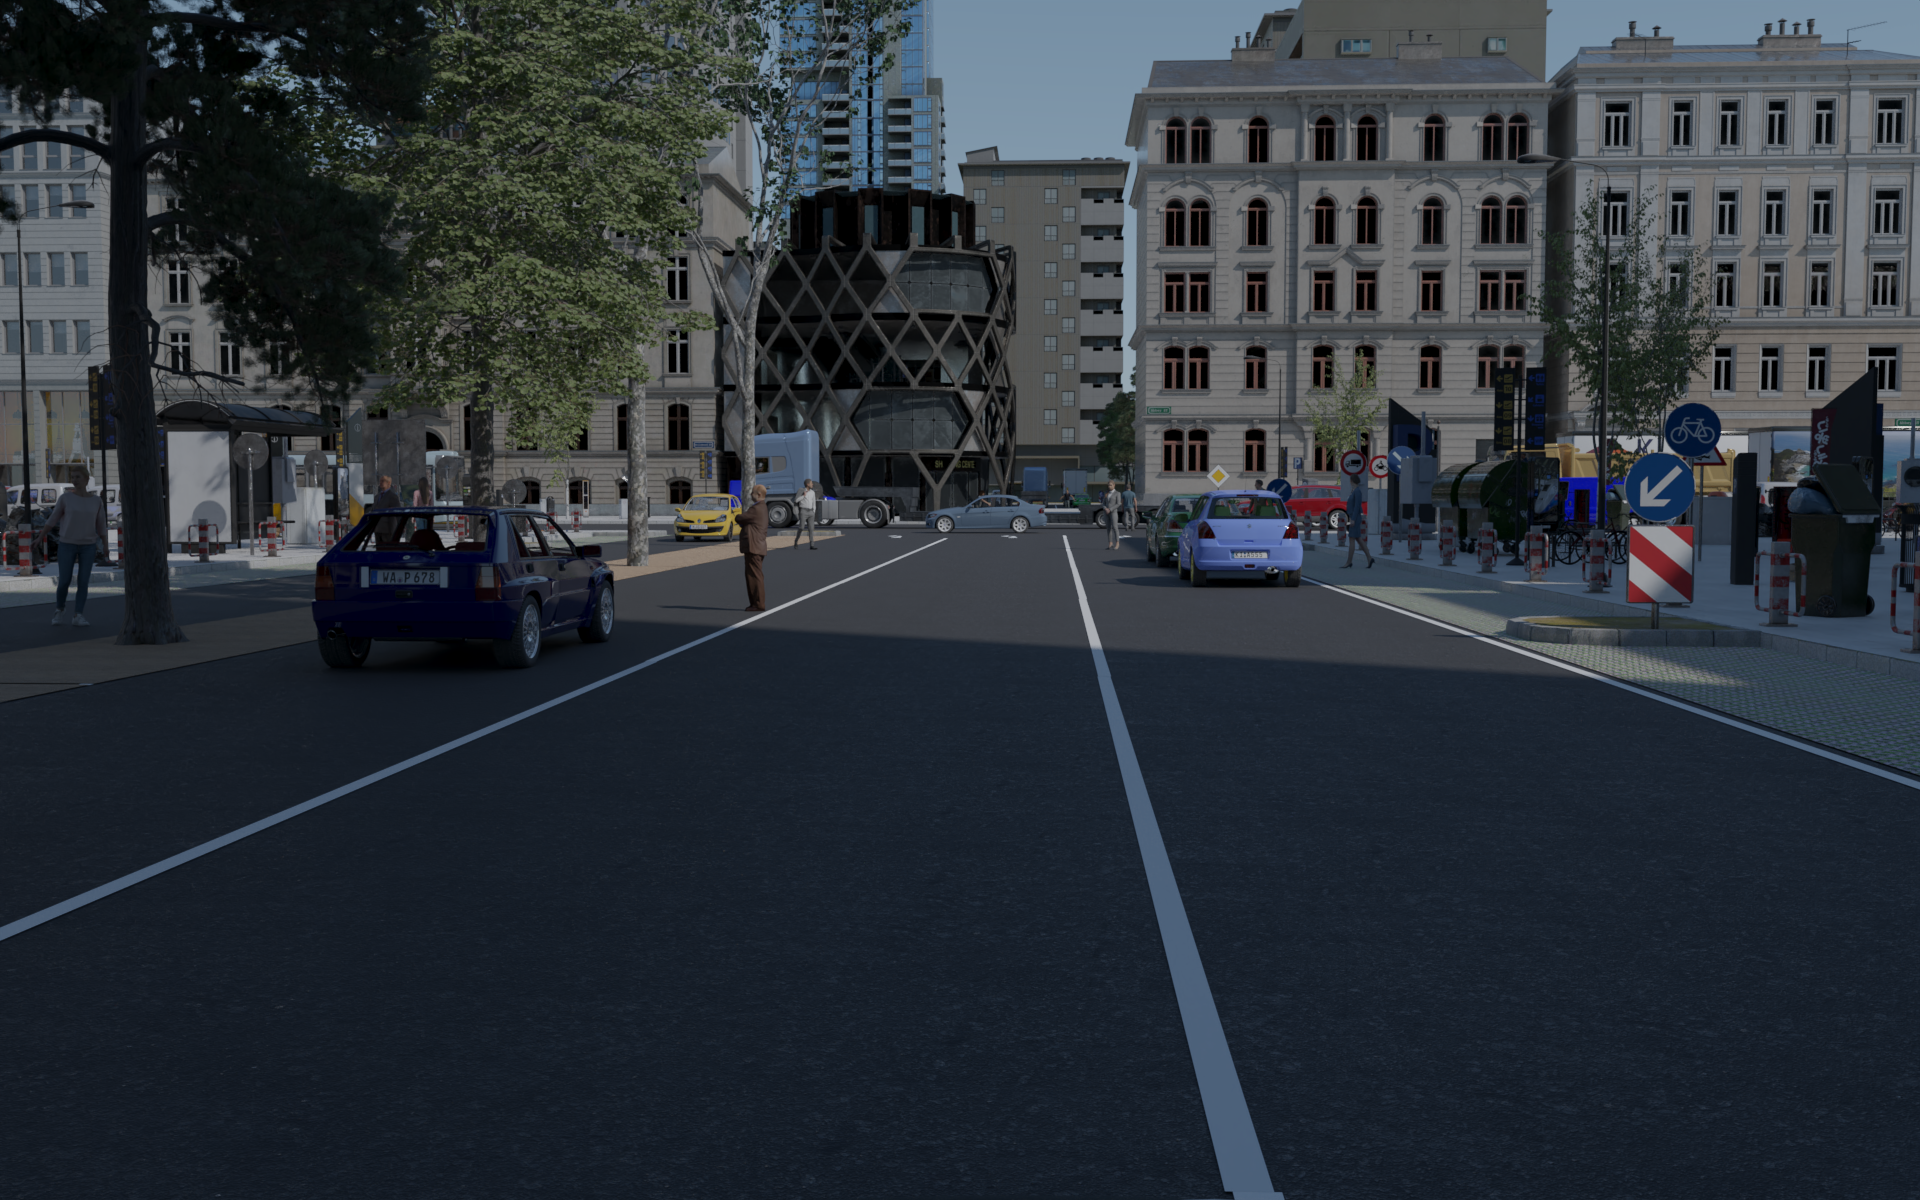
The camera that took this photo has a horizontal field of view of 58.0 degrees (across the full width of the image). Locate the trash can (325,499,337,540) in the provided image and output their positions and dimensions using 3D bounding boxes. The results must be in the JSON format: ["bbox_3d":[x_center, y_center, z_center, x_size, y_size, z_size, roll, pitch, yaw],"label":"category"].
[{"bbox_3d":[-17.542,-2.253,48.496,0.748,1.137,0.748,0,3,0],"label":"trash can"}]

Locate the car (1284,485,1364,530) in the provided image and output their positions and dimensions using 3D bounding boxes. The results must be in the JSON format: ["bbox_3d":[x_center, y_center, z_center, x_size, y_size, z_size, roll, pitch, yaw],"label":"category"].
[{"bbox_3d":[13.759,-3.794,70.705,5.304,1.827,2.281,0,4,2],"label":"car"}]

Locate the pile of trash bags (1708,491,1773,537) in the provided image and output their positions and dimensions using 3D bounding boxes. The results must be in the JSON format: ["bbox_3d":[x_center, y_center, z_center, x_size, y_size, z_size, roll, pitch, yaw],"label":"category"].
[{"bbox_3d":[24.006,-2.583,51.978,1.912,1.369,3.447,-2,4,-34],"label":"pile of trash bags"}]

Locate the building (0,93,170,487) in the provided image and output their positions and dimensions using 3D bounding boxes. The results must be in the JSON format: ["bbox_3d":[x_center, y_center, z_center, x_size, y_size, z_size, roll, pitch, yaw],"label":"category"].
[{"bbox_3d":[-63.907,-20.095,106.051,29.804,29.767,11.434,0,4,3],"label":"building"}]

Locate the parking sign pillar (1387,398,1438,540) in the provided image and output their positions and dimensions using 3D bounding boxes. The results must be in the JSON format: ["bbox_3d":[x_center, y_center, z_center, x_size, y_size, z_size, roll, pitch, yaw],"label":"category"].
[{"bbox_3d":[12.700,-3.681,48.655,1.447,3.967,1.447,-1,4,-12],"label":"parking sign pillar"}]

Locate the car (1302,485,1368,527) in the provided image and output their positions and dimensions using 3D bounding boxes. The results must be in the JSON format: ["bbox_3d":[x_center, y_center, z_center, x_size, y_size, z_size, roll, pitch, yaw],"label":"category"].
[{"bbox_3d":[16.859,-4.071,75.228,5.304,1.827,2.281,0,4,2],"label":"car"}]

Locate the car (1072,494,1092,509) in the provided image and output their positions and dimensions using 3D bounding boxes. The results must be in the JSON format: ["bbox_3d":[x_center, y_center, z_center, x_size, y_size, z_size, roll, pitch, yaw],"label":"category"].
[{"bbox_3d":[11.986,-9.889,170.481,1.959,1.807,4.718,0,4,4],"label":"car"}]

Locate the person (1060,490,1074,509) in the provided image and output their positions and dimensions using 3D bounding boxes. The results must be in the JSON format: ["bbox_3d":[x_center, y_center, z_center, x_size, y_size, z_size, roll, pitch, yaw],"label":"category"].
[{"bbox_3d":[9.465,-8.829,152.862,1.348,1.822,0.705,1,4,21],"label":"person"}]

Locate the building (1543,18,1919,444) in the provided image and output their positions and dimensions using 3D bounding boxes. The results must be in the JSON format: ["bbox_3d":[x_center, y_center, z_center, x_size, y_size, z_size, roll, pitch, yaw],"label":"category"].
[{"bbox_3d":[43.601,-19.265,100.893,20.117,28.700,13.634,0,4,3],"label":"building"}]

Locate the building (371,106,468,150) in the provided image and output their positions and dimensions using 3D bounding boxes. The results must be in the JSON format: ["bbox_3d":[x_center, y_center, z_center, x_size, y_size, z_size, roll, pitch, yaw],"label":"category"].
[{"bbox_3d":[-49.602,-33.072,195.358,28.867,44.769,22.147,0,4,3],"label":"building"}]

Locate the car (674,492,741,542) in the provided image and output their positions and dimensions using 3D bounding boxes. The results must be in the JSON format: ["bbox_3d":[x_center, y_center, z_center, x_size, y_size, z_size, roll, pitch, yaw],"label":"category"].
[{"bbox_3d":[-7.640,-2.631,53.245,2.015,1.641,3.980,0,4,3],"label":"car"}]

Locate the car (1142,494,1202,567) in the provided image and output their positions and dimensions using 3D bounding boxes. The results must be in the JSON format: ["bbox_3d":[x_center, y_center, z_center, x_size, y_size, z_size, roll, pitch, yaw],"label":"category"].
[{"bbox_3d":[4.822,-1.440,35.337,2.131,1.459,4.920,0,4,2],"label":"car"}]

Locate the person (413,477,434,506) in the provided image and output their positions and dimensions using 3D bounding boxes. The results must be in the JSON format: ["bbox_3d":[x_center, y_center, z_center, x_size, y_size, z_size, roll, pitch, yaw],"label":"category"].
[{"bbox_3d":[-12.048,-1.859,38.912,0.388,1.821,0.555,3,4,37],"label":"person"}]

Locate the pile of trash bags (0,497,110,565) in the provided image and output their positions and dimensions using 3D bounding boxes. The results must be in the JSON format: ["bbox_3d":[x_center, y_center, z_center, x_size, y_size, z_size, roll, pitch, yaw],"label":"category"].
[{"bbox_3d":[-17.567,-1.339,31.639,1.912,1.369,3.447,3,5,40],"label":"pile of trash bags"}]

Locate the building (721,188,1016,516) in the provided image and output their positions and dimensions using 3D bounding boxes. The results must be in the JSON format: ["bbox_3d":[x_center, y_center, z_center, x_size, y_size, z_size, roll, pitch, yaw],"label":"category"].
[{"bbox_3d":[-4.949,-14.556,105.446,16.811,18.784,16.820,0,4,3],"label":"building"}]

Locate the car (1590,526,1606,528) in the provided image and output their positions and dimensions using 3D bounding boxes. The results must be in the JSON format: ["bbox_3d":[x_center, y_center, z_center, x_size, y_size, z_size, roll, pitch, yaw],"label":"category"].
[{"bbox_3d":[27.561,-3.781,72.049,3.980,1.641,2.015,0,4,1],"label":"car"}]

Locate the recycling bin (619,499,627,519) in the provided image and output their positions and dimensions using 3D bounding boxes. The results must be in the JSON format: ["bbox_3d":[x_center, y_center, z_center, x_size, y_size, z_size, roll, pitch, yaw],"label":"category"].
[{"bbox_3d":[-17.044,-4.653,88.625,0.722,1.027,0.722,-1,4,-20],"label":"recycling bin"}]

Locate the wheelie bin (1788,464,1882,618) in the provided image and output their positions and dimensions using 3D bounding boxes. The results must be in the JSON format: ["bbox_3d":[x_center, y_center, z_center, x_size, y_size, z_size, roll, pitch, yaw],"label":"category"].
[{"bbox_3d":[9.147,-0.630,18.212,0.980,1.594,0.693,-2,4,-27],"label":"wheelie bin"}]

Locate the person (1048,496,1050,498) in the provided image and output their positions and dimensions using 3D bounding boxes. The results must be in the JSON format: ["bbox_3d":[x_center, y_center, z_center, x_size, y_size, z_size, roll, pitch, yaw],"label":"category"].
[{"bbox_3d":[11.596,-13.911,236.036,1.348,1.812,0.705,1,4,21],"label":"person"}]

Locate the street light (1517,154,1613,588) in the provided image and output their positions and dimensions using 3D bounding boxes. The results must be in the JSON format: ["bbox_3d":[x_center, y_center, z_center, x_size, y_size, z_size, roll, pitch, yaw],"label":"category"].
[{"bbox_3d":[8.304,-3.134,23.788,1.470,5.913,1.316,0,4,3],"label":"street light"}]

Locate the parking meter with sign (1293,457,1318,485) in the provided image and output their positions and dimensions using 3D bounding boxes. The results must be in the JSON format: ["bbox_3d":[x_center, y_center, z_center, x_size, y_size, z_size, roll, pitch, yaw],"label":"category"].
[{"bbox_3d":[16.728,-5.283,82.641,1.738,3.016,0.543,-2,4,-32],"label":"parking meter with sign"}]

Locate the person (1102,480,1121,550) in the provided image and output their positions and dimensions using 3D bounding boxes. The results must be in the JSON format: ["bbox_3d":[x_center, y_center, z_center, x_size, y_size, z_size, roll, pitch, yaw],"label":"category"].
[{"bbox_3d":[3.876,-2.193,44.628,0.520,1.790,0.573,1,4,19],"label":"person"}]

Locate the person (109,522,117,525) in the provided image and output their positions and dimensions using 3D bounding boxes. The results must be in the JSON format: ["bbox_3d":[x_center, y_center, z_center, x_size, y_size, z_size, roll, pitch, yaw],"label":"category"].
[{"bbox_3d":[-39.266,-4.128,80.235,0.590,1.304,0.306,2,4,34],"label":"person"}]

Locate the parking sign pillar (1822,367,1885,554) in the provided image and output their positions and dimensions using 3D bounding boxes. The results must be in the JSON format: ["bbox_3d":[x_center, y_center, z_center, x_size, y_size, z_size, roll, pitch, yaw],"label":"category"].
[{"bbox_3d":[19.210,-2.992,37.386,1.447,3.967,1.447,-2,4,-26],"label":"parking sign pillar"}]

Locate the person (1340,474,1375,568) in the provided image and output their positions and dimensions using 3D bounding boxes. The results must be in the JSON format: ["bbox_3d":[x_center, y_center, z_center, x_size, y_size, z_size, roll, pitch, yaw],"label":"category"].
[{"bbox_3d":[7.614,-1.507,33.171,0.654,1.822,0.581,2,4,27],"label":"person"}]

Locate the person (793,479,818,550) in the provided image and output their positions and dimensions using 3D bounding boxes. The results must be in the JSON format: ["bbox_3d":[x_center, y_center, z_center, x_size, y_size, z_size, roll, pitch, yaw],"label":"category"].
[{"bbox_3d":[-4.015,-2.210,44.737,0.679,1.850,0.850,-3,5,-42],"label":"person"}]

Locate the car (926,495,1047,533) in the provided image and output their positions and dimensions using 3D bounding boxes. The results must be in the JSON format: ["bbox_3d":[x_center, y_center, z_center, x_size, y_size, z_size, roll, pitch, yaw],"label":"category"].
[{"bbox_3d":[0.964,-3.176,63.928,4.499,1.417,2.014,0,4,2],"label":"car"}]

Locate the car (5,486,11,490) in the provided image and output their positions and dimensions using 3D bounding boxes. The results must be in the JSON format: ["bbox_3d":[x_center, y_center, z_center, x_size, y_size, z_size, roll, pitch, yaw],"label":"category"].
[{"bbox_3d":[-45.773,-4.547,83.022,5.304,1.827,2.281,0,4,4],"label":"car"}]

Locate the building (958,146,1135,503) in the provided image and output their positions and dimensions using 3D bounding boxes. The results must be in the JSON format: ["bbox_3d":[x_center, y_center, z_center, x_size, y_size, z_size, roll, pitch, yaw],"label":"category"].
[{"bbox_3d":[14.124,-41.608,269.532,27.495,52.752,28.713,0,4,3],"label":"building"}]

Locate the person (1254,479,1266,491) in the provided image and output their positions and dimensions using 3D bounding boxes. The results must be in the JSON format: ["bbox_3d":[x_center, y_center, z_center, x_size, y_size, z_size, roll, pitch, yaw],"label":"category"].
[{"bbox_3d":[8.247,-2.411,47.831,0.656,1.842,0.836,0,4,1],"label":"person"}]

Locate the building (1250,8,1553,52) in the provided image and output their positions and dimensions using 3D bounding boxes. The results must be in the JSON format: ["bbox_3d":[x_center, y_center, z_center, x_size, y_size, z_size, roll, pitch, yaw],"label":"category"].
[{"bbox_3d":[45.751,-36.588,187.451,28.713,52.752,27.495,0,4,3],"label":"building"}]

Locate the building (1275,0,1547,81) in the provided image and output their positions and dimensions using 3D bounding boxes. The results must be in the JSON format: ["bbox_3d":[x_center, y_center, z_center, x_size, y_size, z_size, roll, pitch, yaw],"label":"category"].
[{"bbox_3d":[41.422,-33.001,163.273,21.300,48.544,21.600,0,4,3],"label":"building"}]

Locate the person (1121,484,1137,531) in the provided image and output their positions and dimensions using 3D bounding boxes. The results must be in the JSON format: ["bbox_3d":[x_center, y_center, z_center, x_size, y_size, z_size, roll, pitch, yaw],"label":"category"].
[{"bbox_3d":[6.539,-3.562,66.873,0.598,1.807,0.434,2,4,24],"label":"person"}]

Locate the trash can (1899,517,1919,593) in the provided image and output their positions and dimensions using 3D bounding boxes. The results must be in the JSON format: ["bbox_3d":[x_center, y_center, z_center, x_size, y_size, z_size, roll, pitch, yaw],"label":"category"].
[{"bbox_3d":[12.616,-0.670,22.604,0.748,1.137,0.748,0,3,0],"label":"trash can"}]

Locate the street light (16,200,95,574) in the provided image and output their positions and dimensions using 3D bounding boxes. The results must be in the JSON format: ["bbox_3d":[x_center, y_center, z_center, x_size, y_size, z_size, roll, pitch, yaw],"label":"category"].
[{"bbox_3d":[-14.374,-3.365,27.554,1.470,5.913,1.316,0,4,3],"label":"street light"}]

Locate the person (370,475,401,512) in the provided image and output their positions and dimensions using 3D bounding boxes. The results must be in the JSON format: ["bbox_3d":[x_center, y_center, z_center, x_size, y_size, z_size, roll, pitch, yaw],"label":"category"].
[{"bbox_3d":[-9.925,-1.274,29.875,0.990,1.755,0.434,3,4,36],"label":"person"}]

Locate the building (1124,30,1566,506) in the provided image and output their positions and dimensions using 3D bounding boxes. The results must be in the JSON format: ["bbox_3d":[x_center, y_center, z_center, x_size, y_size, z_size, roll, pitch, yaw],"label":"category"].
[{"bbox_3d":[21.845,-19.301,102.966,23.554,28.519,14.401,0,4,3],"label":"building"}]

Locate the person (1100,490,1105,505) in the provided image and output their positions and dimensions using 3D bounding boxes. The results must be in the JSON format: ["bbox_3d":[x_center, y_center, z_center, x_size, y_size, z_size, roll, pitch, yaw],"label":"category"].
[{"bbox_3d":[15.444,-10.935,187.148,0.599,1.838,0.709,0,4,-4],"label":"person"}]

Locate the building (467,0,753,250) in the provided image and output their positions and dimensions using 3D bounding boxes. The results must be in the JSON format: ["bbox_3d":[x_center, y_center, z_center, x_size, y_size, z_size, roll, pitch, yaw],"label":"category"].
[{"bbox_3d":[-32.673,-38.174,166.137,21.231,58.520,28.212,0,4,3],"label":"building"}]

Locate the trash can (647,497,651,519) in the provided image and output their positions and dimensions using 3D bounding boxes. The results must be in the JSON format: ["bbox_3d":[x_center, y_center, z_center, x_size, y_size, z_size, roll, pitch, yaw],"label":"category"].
[{"bbox_3d":[-16.399,-4.785,89.893,0.748,1.137,0.748,0,3,0],"label":"trash can"}]

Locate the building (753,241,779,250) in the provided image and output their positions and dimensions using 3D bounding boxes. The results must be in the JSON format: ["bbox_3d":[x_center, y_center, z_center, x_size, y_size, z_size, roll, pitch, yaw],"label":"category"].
[{"bbox_3d":[-27.462,-26.152,199.288,14.107,30.474,14.160,0,4,3],"label":"building"}]

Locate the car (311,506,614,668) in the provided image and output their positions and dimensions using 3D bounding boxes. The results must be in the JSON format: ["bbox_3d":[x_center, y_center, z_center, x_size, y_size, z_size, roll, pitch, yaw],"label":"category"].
[{"bbox_3d":[-4.319,-0.186,15.624,1.945,1.354,3.894,0,4,3],"label":"car"}]

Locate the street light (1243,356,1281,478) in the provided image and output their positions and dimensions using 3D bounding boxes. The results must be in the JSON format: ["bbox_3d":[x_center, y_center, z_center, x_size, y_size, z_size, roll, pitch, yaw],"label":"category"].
[{"bbox_3d":[10.218,-5.247,58.331,1.470,5.913,1.316,0,4,3],"label":"street light"}]

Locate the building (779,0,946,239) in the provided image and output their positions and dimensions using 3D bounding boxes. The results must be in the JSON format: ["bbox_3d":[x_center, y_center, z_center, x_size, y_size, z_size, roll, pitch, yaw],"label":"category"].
[{"bbox_3d":[-15.219,-58.397,267.468,31.000,86.520,22.319,0,4,3],"label":"building"}]

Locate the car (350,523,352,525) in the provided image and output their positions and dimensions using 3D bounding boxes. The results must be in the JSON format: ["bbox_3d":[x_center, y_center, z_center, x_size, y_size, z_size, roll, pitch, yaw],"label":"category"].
[{"bbox_3d":[-26.562,-4.265,78.777,4.494,1.783,2.155,0,4,3],"label":"car"}]

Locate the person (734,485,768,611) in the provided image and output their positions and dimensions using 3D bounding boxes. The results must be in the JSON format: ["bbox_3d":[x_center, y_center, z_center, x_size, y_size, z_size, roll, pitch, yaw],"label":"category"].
[{"bbox_3d":[-2.541,-0.635,21.154,0.388,1.546,0.482,0,4,6],"label":"person"}]

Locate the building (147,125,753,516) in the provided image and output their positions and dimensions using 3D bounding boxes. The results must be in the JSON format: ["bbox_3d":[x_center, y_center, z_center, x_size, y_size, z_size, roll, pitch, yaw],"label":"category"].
[{"bbox_3d":[-30.747,-17.527,105.642,34.723,24.649,14.460,0,4,3],"label":"building"}]

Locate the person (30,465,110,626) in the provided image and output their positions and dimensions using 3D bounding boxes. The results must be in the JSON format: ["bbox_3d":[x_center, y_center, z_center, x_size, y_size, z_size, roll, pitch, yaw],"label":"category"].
[{"bbox_3d":[-9.731,-0.593,18.864,0.598,1.740,0.731,3,5,44],"label":"person"}]

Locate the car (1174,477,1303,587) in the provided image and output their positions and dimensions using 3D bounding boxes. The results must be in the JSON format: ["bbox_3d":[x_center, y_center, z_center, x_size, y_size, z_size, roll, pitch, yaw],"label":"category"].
[{"bbox_3d":[4.463,-1.124,27.973,1.945,1.707,3.694,0,4,2],"label":"car"}]

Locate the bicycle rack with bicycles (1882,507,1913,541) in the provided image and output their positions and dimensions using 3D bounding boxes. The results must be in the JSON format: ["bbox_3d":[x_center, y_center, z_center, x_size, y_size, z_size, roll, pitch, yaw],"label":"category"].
[{"bbox_3d":[24.540,-2.121,48.068,2.852,0.926,2.925,-1,4,-20],"label":"bicycle rack with bicycles"}]

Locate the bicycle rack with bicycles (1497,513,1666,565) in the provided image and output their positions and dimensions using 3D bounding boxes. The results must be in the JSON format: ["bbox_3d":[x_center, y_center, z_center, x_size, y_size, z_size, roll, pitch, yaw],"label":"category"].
[{"bbox_3d":[12.085,-1.165,32.433,2.925,0.926,2.852,0,4,-5],"label":"bicycle rack with bicycles"}]
